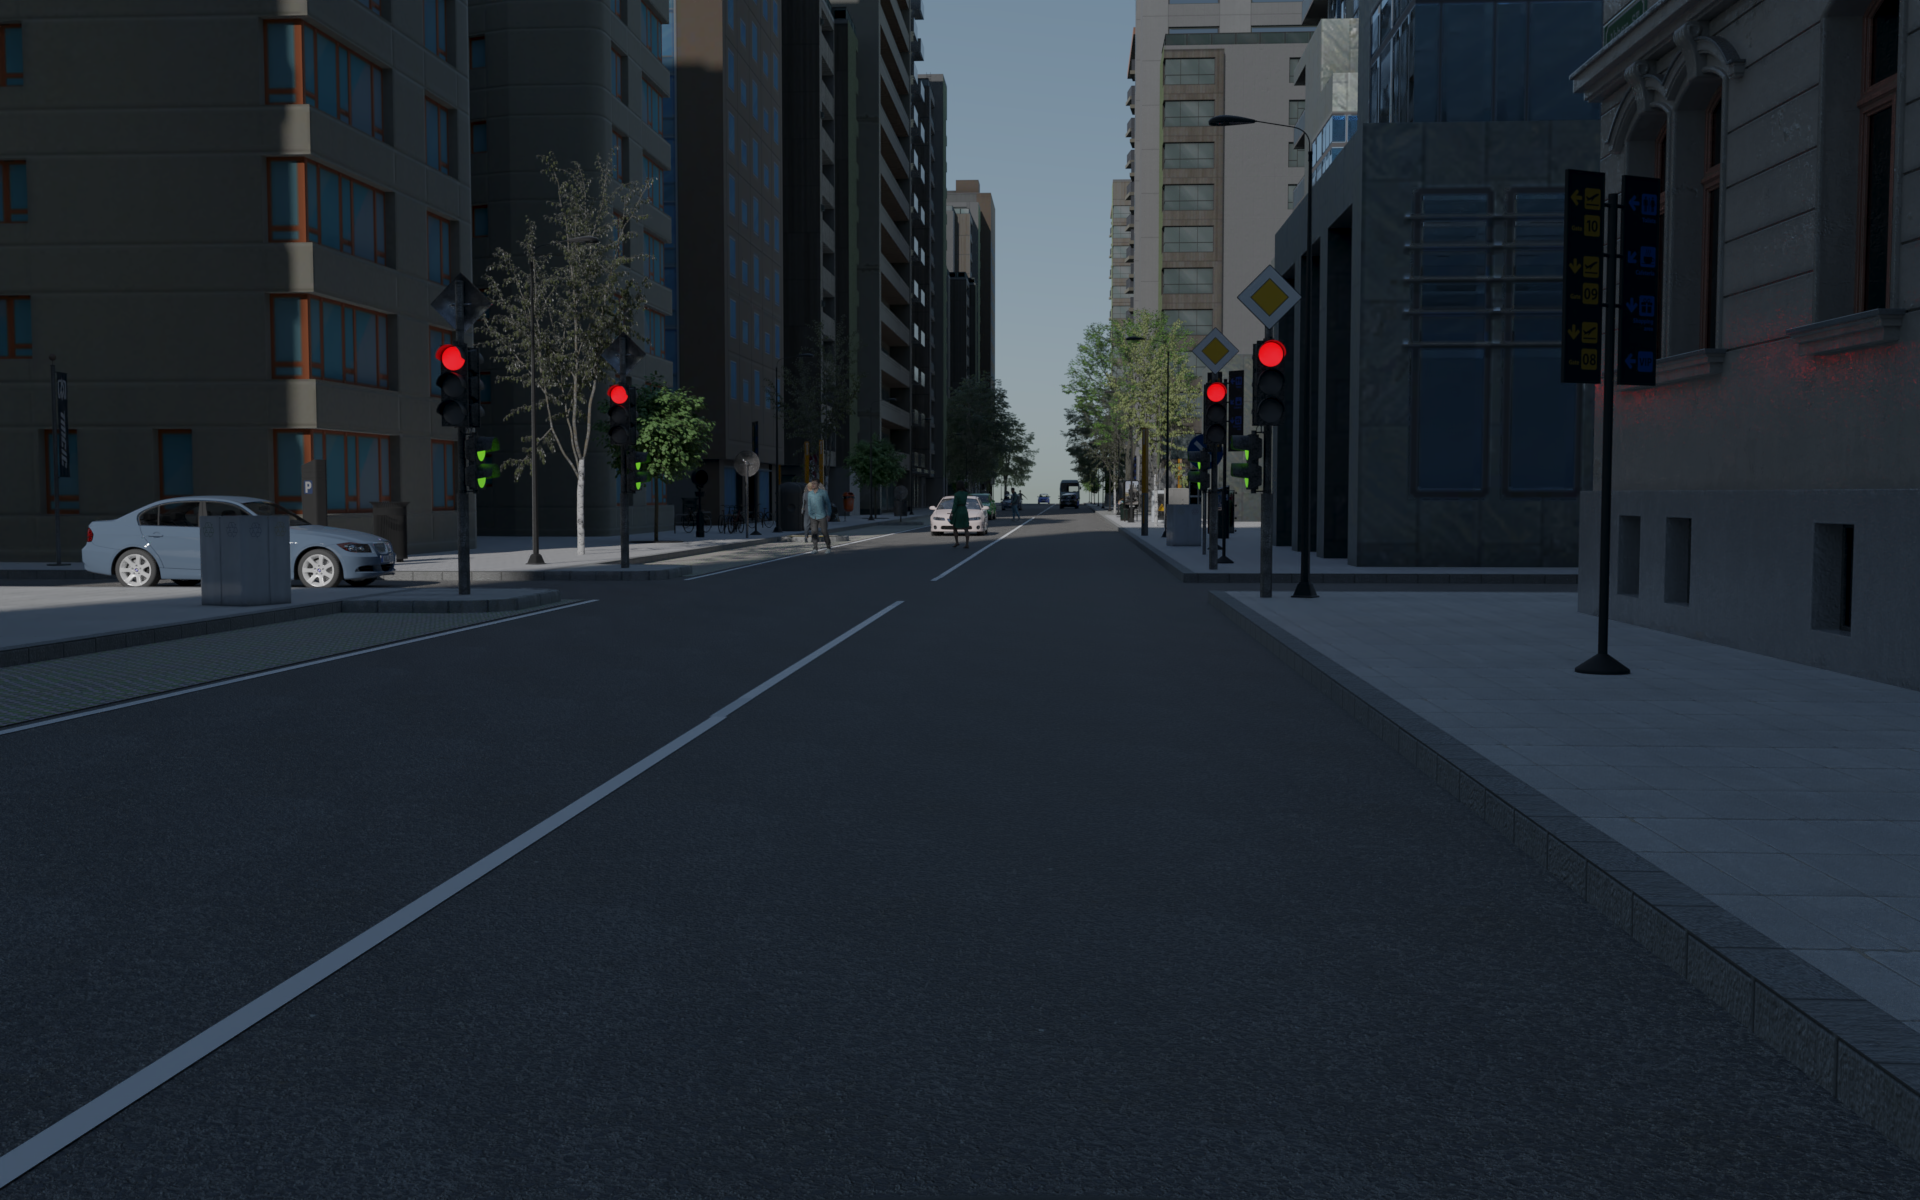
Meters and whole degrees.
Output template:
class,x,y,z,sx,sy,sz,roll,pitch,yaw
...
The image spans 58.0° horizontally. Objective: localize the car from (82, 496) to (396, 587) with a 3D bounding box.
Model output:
class,x,y,z,sx,sy,sz,roll,pitch,yaw
car,-10.923,-0.882,26.416,4.499,1.417,2.014,0,4,2

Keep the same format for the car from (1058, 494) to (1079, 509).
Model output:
class,x,y,z,sx,sy,sz,roll,pitch,yaw
car,10.514,-9.674,167.962,2.009,1.686,4.222,0,4,4

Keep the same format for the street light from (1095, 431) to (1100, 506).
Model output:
class,x,y,z,sx,sy,sz,roll,pitch,yaw
street light,9.000,-8.047,104.104,1.470,5.913,1.316,0,4,4

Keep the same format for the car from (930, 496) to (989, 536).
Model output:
class,x,y,z,sx,sy,sz,roll,pitch,yaw
car,0.006,-2.968,60.886,2.083,1.381,4.827,0,4,3

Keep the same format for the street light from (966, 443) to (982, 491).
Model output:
class,x,y,z,sx,sy,sz,roll,pitch,yaw
street light,1.128,-11.409,159.071,1.470,5.913,1.316,0,4,4

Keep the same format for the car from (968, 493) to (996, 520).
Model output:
class,x,y,z,sx,sy,sz,roll,pitch,yaw
car,1.010,-5.326,95.871,1.959,1.807,4.718,0,4,5

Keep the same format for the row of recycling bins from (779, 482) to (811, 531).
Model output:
class,x,y,z,sx,sy,sz,roll,pitch,yaw
row of recycling bins,-5.751,-3.299,61.053,1.069,1.692,3.534,0,4,4

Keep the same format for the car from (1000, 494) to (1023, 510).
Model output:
class,x,y,z,sx,sy,sz,roll,pitch,yaw
car,4.592,-8.609,152.754,2.014,1.417,4.499,0,4,4

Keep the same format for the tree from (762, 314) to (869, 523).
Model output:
class,x,y,z,sx,sy,sz,roll,pitch,yaw
tree,-5.677,-7.370,70.861,4.360,8.622,3.978,0,3,0

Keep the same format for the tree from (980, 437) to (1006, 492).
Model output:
class,x,y,z,sx,sy,sz,roll,pitch,yaw
tree,3.279,-15.592,205.288,4.737,8.622,4.395,0,3,0

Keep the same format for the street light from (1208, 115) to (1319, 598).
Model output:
class,x,y,z,sx,sy,sz,roll,pitch,yaw
street light,3.745,-2.986,21.367,1.470,5.913,1.316,0,4,4

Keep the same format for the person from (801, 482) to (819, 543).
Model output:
class,x,y,z,sx,sy,sz,roll,pitch,yaw
person,-4.355,-2.557,50.733,0.576,1.772,0.534,0,4,-6

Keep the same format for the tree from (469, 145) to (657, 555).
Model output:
class,x,y,z,sx,sy,sz,roll,pitch,yaw
tree,-8.201,-5.283,36.739,4.360,8.622,3.978,0,3,0

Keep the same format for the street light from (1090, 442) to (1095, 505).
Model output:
class,x,y,z,sx,sy,sz,roll,pitch,yaw
street light,10.522,-9.486,127.644,1.470,5.913,1.316,0,4,4

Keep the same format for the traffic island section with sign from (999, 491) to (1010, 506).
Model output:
class,x,y,z,sx,sy,sz,roll,pitch,yaw
traffic island section with sign,5.839,-12.441,212.030,1.989,1.847,2.006,0,4,4

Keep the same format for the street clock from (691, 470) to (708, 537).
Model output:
class,x,y,z,sx,sy,sz,roll,pitch,yaw
street clock,-7.693,-2.853,51.220,0.471,2.002,0.358,-3,5,-42

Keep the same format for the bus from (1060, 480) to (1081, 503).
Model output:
class,x,y,z,sx,sy,sz,roll,pitch,yaw
bus,14.571,-14.334,229.221,2.948,3.499,13.247,0,4,4

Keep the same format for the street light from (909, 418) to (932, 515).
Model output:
class,x,y,z,sx,sy,sz,roll,pitch,yaw
street light,-2.440,-8.185,106.366,1.470,5.913,1.316,0,4,4

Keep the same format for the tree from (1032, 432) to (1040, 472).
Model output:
class,x,y,z,sx,sy,sz,roll,pitch,yaw
tree,7.088,-21.888,264.528,9.857,13.997,8.962,0,3,0

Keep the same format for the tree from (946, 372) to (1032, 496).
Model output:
class,x,y,z,sx,sy,sz,roll,pitch,yaw
tree,1.062,-16.721,180.051,9.857,13.997,8.962,0,3,0

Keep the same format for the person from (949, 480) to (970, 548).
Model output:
class,x,y,z,sx,sy,sz,roll,pitch,yaw
person,0.017,-2.259,45.679,0.529,1.795,0.600,3,5,43

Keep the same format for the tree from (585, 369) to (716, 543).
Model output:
class,x,y,z,sx,sy,sz,roll,pitch,yaw
tree,-8.127,-3.794,45.738,4.285,4.588,4.351,0,3,0

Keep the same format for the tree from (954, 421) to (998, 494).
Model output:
class,x,y,z,sx,sy,sz,roll,pitch,yaw
tree,1.469,-13.510,171.242,4.360,8.622,3.978,0,3,0

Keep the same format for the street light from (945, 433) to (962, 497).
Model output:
class,x,y,z,sx,sy,sz,roll,pitch,yaw
street light,-0.567,-9.804,132.837,1.470,5.913,1.316,0,4,4

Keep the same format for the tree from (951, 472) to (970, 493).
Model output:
class,x,y,z,sx,sy,sz,roll,pitch,yaw
tree,-0.142,-9.726,153.619,1.663,3.219,1.824,0,3,0

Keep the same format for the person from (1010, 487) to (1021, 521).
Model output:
class,x,y,z,sx,sy,sz,roll,pitch,yaw
person,2.858,-5.026,91.019,0.721,1.781,0.623,-1,4,-23

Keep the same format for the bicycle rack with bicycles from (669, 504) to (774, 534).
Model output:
class,x,y,z,sx,sy,sz,roll,pitch,yaw
bicycle rack with bicycles,-8.016,-2.673,57.086,2.852,0.926,2.925,1,4,18

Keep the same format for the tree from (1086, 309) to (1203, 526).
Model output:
class,x,y,z,sx,sy,sz,roll,pitch,yaw
tree,7.776,-7.225,68.493,4.737,8.622,4.395,0,3,0

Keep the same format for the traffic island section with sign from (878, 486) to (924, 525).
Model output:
class,x,y,z,sx,sy,sz,roll,pitch,yaw
traffic island section with sign,-2.683,-4.327,79.367,1.989,1.847,2.006,0,4,4

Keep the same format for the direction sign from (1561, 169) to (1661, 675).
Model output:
class,x,y,z,sx,sy,sz,roll,pitch,yaw
direction sign,4.618,-1.244,12.344,0.876,3.537,0.379,-2,4,-25

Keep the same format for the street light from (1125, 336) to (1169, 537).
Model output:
class,x,y,z,sx,sy,sz,roll,pitch,yaw
street light,5.585,-4.807,51.136,1.470,5.913,1.316,0,4,4

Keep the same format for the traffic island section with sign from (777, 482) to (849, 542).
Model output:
class,x,y,z,sx,sy,sz,roll,pitch,yaw
traffic island section with sign,-4.405,-2.681,52.467,1.989,1.847,2.006,0,4,4

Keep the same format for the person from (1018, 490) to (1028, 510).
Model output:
class,x,y,z,sx,sy,sz,roll,pitch,yaw
person,5.593,-9.309,160.705,1.348,1.824,0.705,-1,4,-9

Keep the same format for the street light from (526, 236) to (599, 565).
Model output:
class,x,y,z,sx,sy,sz,roll,pitch,yaw
street light,-7.193,-3.598,31.372,1.470,5.913,1.316,0,4,4

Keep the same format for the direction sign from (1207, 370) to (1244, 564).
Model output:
class,x,y,z,sx,sy,sz,roll,pitch,yaw
direction sign,4.892,-2.447,32.008,0.379,3.537,0.876,-3,5,-39

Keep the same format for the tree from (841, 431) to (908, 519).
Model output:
class,x,y,z,sx,sy,sz,roll,pitch,yaw
tree,-4.444,-6.504,90.048,4.285,4.588,4.351,0,3,0

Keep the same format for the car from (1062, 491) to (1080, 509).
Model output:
class,x,y,z,sx,sy,sz,roll,pitch,yaw
car,11.007,-9.964,172.501,1.945,1.707,3.694,0,4,4

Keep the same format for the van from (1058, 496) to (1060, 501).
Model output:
class,x,y,z,sx,sy,sz,roll,pitch,yaw
van,14.914,-14.563,245.109,2.013,2.044,4.112,0,4,2

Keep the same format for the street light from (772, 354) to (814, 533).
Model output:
class,x,y,z,sx,sy,sz,roll,pitch,yaw
street light,-5.536,-5.195,57.480,1.470,5.913,1.316,0,4,4

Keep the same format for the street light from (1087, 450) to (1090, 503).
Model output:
class,x,y,z,sx,sy,sz,roll,pitch,yaw
street light,12.165,-11.083,153.753,1.470,5.913,1.316,0,4,4

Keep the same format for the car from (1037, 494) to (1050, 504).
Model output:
class,x,y,z,sx,sy,sz,roll,pitch,yaw
car,12.119,-14.714,250.169,1.945,1.707,3.694,0,4,5

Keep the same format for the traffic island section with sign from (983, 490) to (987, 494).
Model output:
class,x,y,z,sx,sy,sz,roll,pitch,yaw
traffic island section with sign,2.205,-8.984,155.510,1.989,1.847,2.006,0,4,4

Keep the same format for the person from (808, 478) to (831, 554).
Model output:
class,x,y,z,sx,sy,sz,roll,pitch,yaw
person,-3.342,-2.018,41.506,0.660,1.820,0.620,1,4,21

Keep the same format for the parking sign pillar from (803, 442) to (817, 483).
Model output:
class,x,y,z,sx,sy,sz,roll,pitch,yaw
parking sign pillar,-7.825,-6.214,90.076,1.447,3.967,1.447,-1,4,-18

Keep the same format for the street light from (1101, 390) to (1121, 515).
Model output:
class,x,y,z,sx,sy,sz,roll,pitch,yaw
street light,7.159,-6.431,77.687,1.470,5.913,1.316,0,4,4

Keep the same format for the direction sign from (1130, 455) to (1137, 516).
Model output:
class,x,y,z,sx,sy,sz,roll,pitch,yaw
direction sign,10.199,-6.723,101.916,0.379,3.537,0.876,-1,4,-16

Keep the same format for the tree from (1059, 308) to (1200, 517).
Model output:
class,x,y,z,sx,sy,sz,roll,pitch,yaw
tree,9.402,-10.376,95.400,9.928,11.665,9.643,0,3,0

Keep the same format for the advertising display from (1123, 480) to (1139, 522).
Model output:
class,x,y,z,sx,sy,sz,roll,pitch,yaw
advertising display,7.974,-4.620,80.751,0.974,1.923,0.123,-3,5,-42

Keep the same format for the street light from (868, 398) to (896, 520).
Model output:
class,x,y,z,sx,sy,sz,roll,pitch,yaw
street light,-3.785,-6.829,84.192,1.470,5.913,1.316,0,4,4

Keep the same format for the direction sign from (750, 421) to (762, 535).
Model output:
class,x,y,z,sx,sy,sz,roll,pitch,yaw
direction sign,-6.397,-3.803,54.175,0.379,3.537,0.876,-1,4,-17

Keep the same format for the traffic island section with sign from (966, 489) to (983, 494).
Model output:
class,x,y,z,sx,sy,sz,roll,pitch,yaw
traffic island section with sign,0.464,-7.326,128.413,1.989,1.847,2.006,0,4,4

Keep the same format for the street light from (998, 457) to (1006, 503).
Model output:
class,x,y,z,sx,sy,sz,roll,pitch,yaw
street light,4.707,-14.903,216.201,1.470,5.913,1.316,0,4,4
